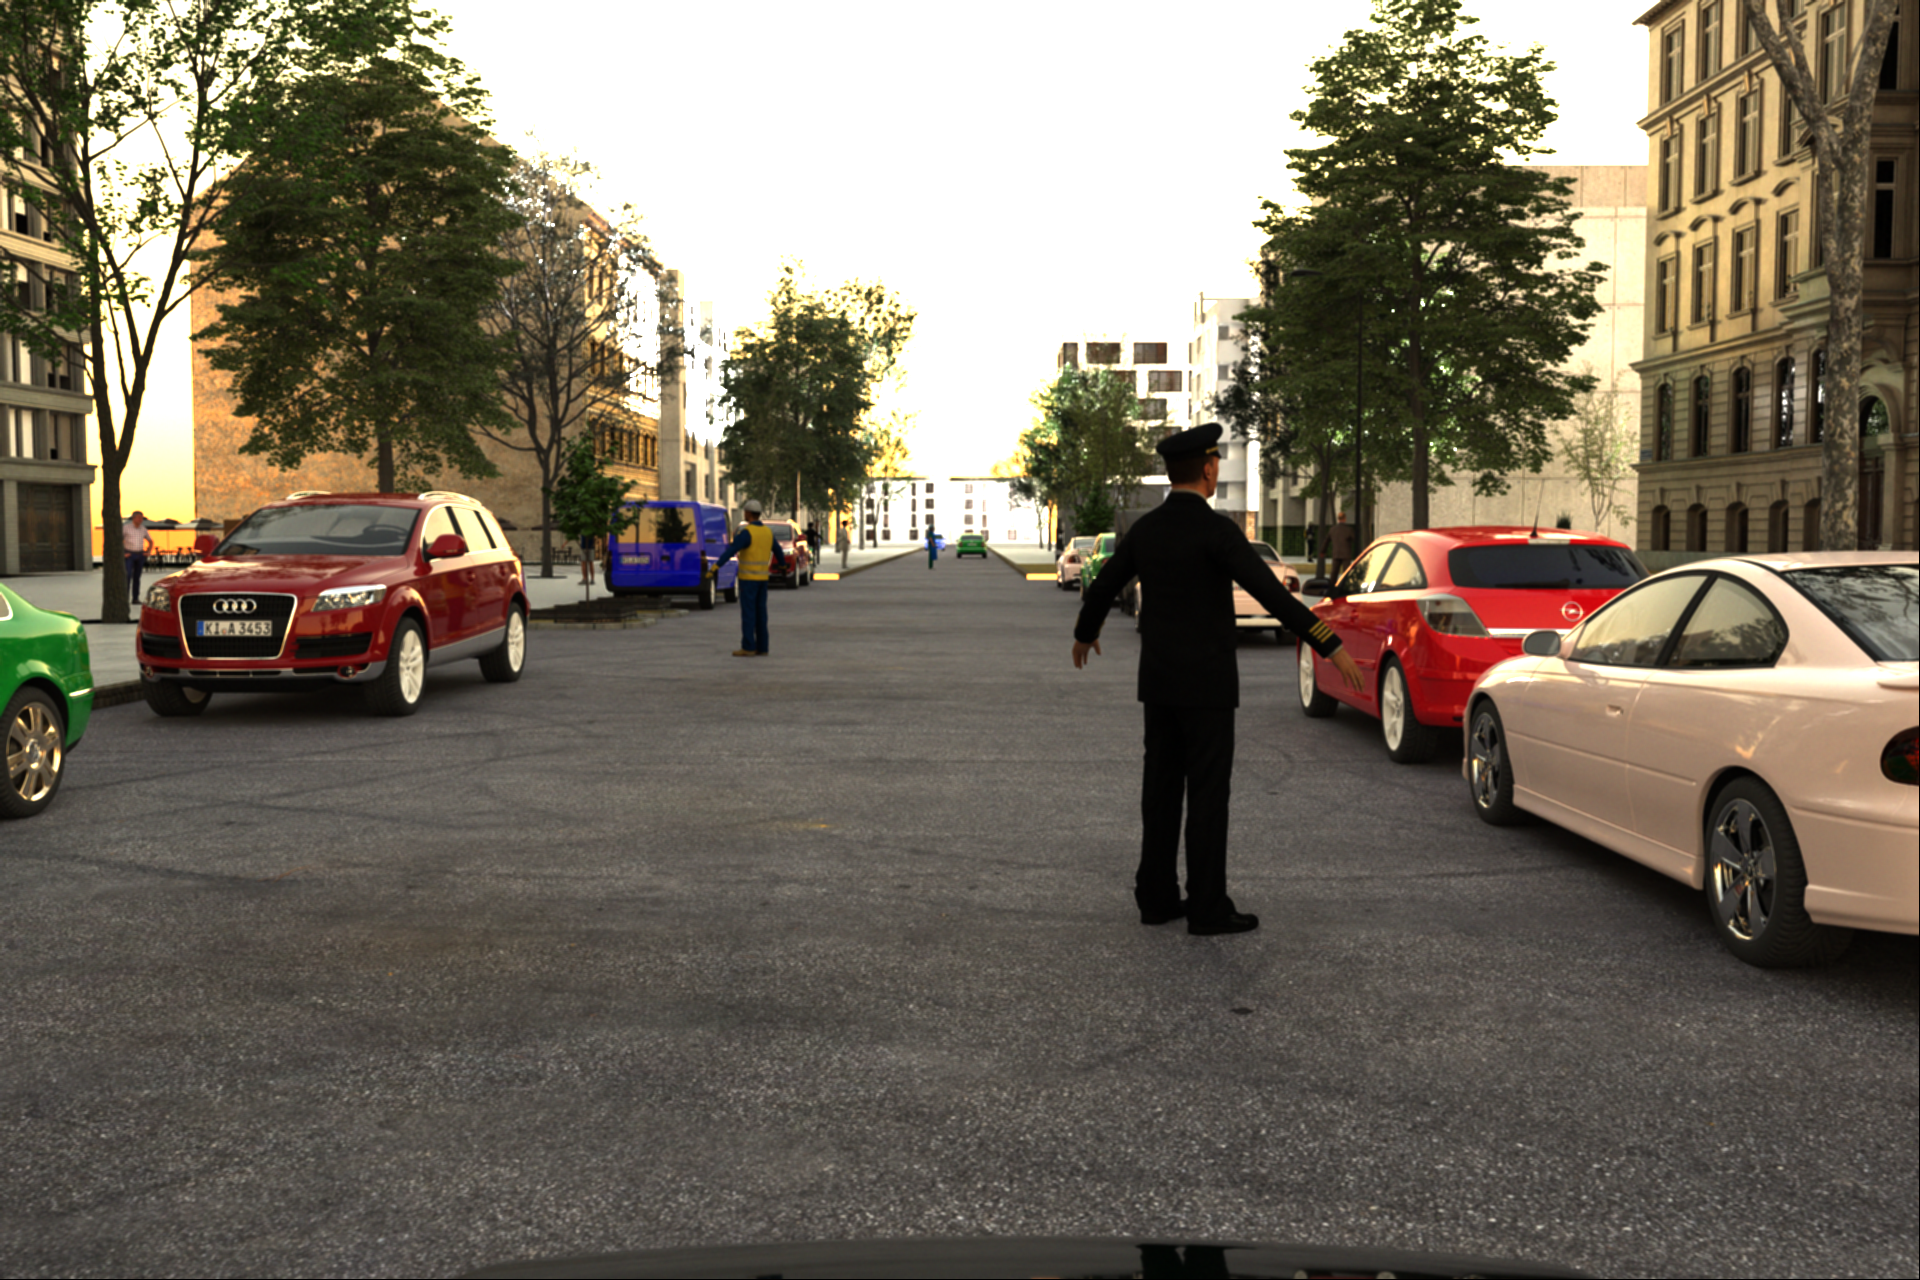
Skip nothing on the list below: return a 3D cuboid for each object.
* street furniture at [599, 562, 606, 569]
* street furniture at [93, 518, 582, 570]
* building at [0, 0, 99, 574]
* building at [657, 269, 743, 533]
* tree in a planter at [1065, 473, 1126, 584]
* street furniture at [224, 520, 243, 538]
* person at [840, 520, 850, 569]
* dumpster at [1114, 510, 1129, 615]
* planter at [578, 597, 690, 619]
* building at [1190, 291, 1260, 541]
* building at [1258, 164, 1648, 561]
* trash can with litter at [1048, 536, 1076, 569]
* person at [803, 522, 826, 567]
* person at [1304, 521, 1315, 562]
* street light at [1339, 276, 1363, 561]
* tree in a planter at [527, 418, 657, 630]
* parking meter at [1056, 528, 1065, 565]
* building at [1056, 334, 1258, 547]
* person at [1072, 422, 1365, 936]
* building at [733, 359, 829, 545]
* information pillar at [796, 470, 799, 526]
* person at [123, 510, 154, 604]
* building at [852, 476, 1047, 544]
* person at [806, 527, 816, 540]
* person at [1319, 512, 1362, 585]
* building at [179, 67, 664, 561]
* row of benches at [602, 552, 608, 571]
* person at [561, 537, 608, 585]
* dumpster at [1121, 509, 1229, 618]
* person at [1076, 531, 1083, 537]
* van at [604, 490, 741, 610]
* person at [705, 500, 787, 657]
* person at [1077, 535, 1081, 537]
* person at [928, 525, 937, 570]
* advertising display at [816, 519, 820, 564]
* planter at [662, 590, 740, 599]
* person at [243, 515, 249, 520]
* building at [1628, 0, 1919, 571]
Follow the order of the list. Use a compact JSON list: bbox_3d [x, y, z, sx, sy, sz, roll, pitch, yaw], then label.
[{"bbox_3d":[-11.363,-3.242,68.630,5.734,0.657,10.072,0,4,-3],"label":"street furniture"},{"bbox_3d":[-29.070,-3.808,67.290,27.439,1.986,14.083,0,4,1],"label":"street furniture"},{"bbox_3d":[-31.879,-12.248,46.934,8.464,21.280,15.925,0,4,1],"label":"building"},{"bbox_3d":[-26.967,-16.207,131.447,16.747,18.905,31.486,0,4,0],"label":"building"},{"bbox_3d":[3.969,-3.261,50.544,1.991,3.239,1.994,0,3,0],"label":"tree in a planter"},{"bbox_3d":[-19.276,-2.904,54.327,11.010,1.723,9.812,0,4,4],"label":"street furniture"},{"bbox_3d":[-4.242,-3.549,64.220,0.705,1.806,1.347,-1,4,-9],"label":"person"},{"bbox_3d":[3.685,-1.407,31.224,1.865,1.857,1.264,0,4,1],"label":"dumpster"},{"bbox_3d":[-5.793,-0.556,30.235,1.991,0.319,1.994,0,3,0],"label":"planter"},{"bbox_3d":[23.257,-17.069,135.501,16.016,20.090,11.380,0,3,0],"label":"building"},{"bbox_3d":[26.840,-13.775,91.679,16.747,18.905,31.486,0,4,0],"label":"building"},{"bbox_3d":[4.079,-3.162,62.750,1.678,1.210,2.233,0,4,-2],"label":"trash can with litter"},{"bbox_3d":[-5.761,-3.715,67.454,1.216,1.740,0.721,2,4,26],"label":"person"},{"bbox_3d":[15.929,-4.449,78.521,0.705,1.856,1.354,1,4,16],"label":"person"},{"bbox_3d":[7.573,-3.546,30.513,1.470,5.913,1.316,0,3,0],"label":"street light"},{"bbox_3d":[-5.803,-1.814,26.881,1.991,3.239,1.994,0,4,1],"label":"tree in a planter"},{"bbox_3d":[4.203,-3.931,72.690,0.372,1.533,0.369,0,3,0],"label":"parking meter"},{"bbox_3d":[24.579,-21.339,192.863,27.936,21.610,32.646,0,4,1],"label":"building"},{"bbox_3d":[0.853,0.128,6.307,0.705,1.837,1.347,-3,5,-41],"label":"person"},{"bbox_3d":[-24.061,-19.862,191.205,16.747,18.905,31.486,0,4,0],"label":"building"},{"bbox_3d":[-5.934,-4.400,63.302,0.183,3.616,0.504,0,3,0],"label":"information pillar"},{"bbox_3d":[-14.992,-1.501,31.524,0.436,1.711,0.756,3,5,43],"label":"person"},{"bbox_3d":[-1.353,-18.752,251.196,28.070,9.664,9.099,0,4,4],"label":"building"},{"bbox_3d":[-7.090,-4.616,81.653,0.705,1.806,1.347,3,4,37],"label":"person"},{"bbox_3d":[8.352,-1.916,37.918,0.990,1.755,0.434,3,4,38],"label":"person"},{"bbox_3d":[-26.592,-15.834,89.822,19.493,23.208,18.063,0,4,1],"label":"building"},{"bbox_3d":[-11.708,-2.680,59.284,1.422,0.672,4.104,-1,4,-18],"label":"row of benches"},{"bbox_3d":[-9.464,-2.309,43.925,1.345,1.807,0.704,-3,5,-42],"label":"person"},{"bbox_3d":[3.690,-1.324,29.856,1.865,1.857,1.264,0,4,1],"label":"dumpster"},{"bbox_3d":[6.038,-4.943,86.961,0.704,1.812,1.346,0,4,-2],"label":"person"},{"bbox_3d":[-5.595,-1.841,34.485,2.240,2.365,5.245,0,3,0],"label":"van"},{"bbox_3d":[-2.453,-0.732,20.398,0.705,1.833,1.349,3,4,36],"label":"person"},{"bbox_3d":[5.777,-4.450,78.890,1.348,1.813,0.705,-2,4,-34],"label":"person"},{"bbox_3d":[-1.116,-3.756,69.989,0.704,1.817,1.347,0,4,0],"label":"person"},{"bbox_3d":[-6.044,-4.194,73.779,0.123,1.923,0.974,0,4,-1],"label":"advertising display"},{"bbox_3d":[-5.789,-1.102,39.150,1.991,0.319,1.994,0,4,1],"label":"planter"},{"bbox_3d":[-19.630,-2.551,47.796,1.344,1.819,0.704,2,4,30],"label":"person"},{"bbox_3d":[29.562,-13.824,45.114,14.460,24.649,34.723,0,3,0],"label":"building"}]
